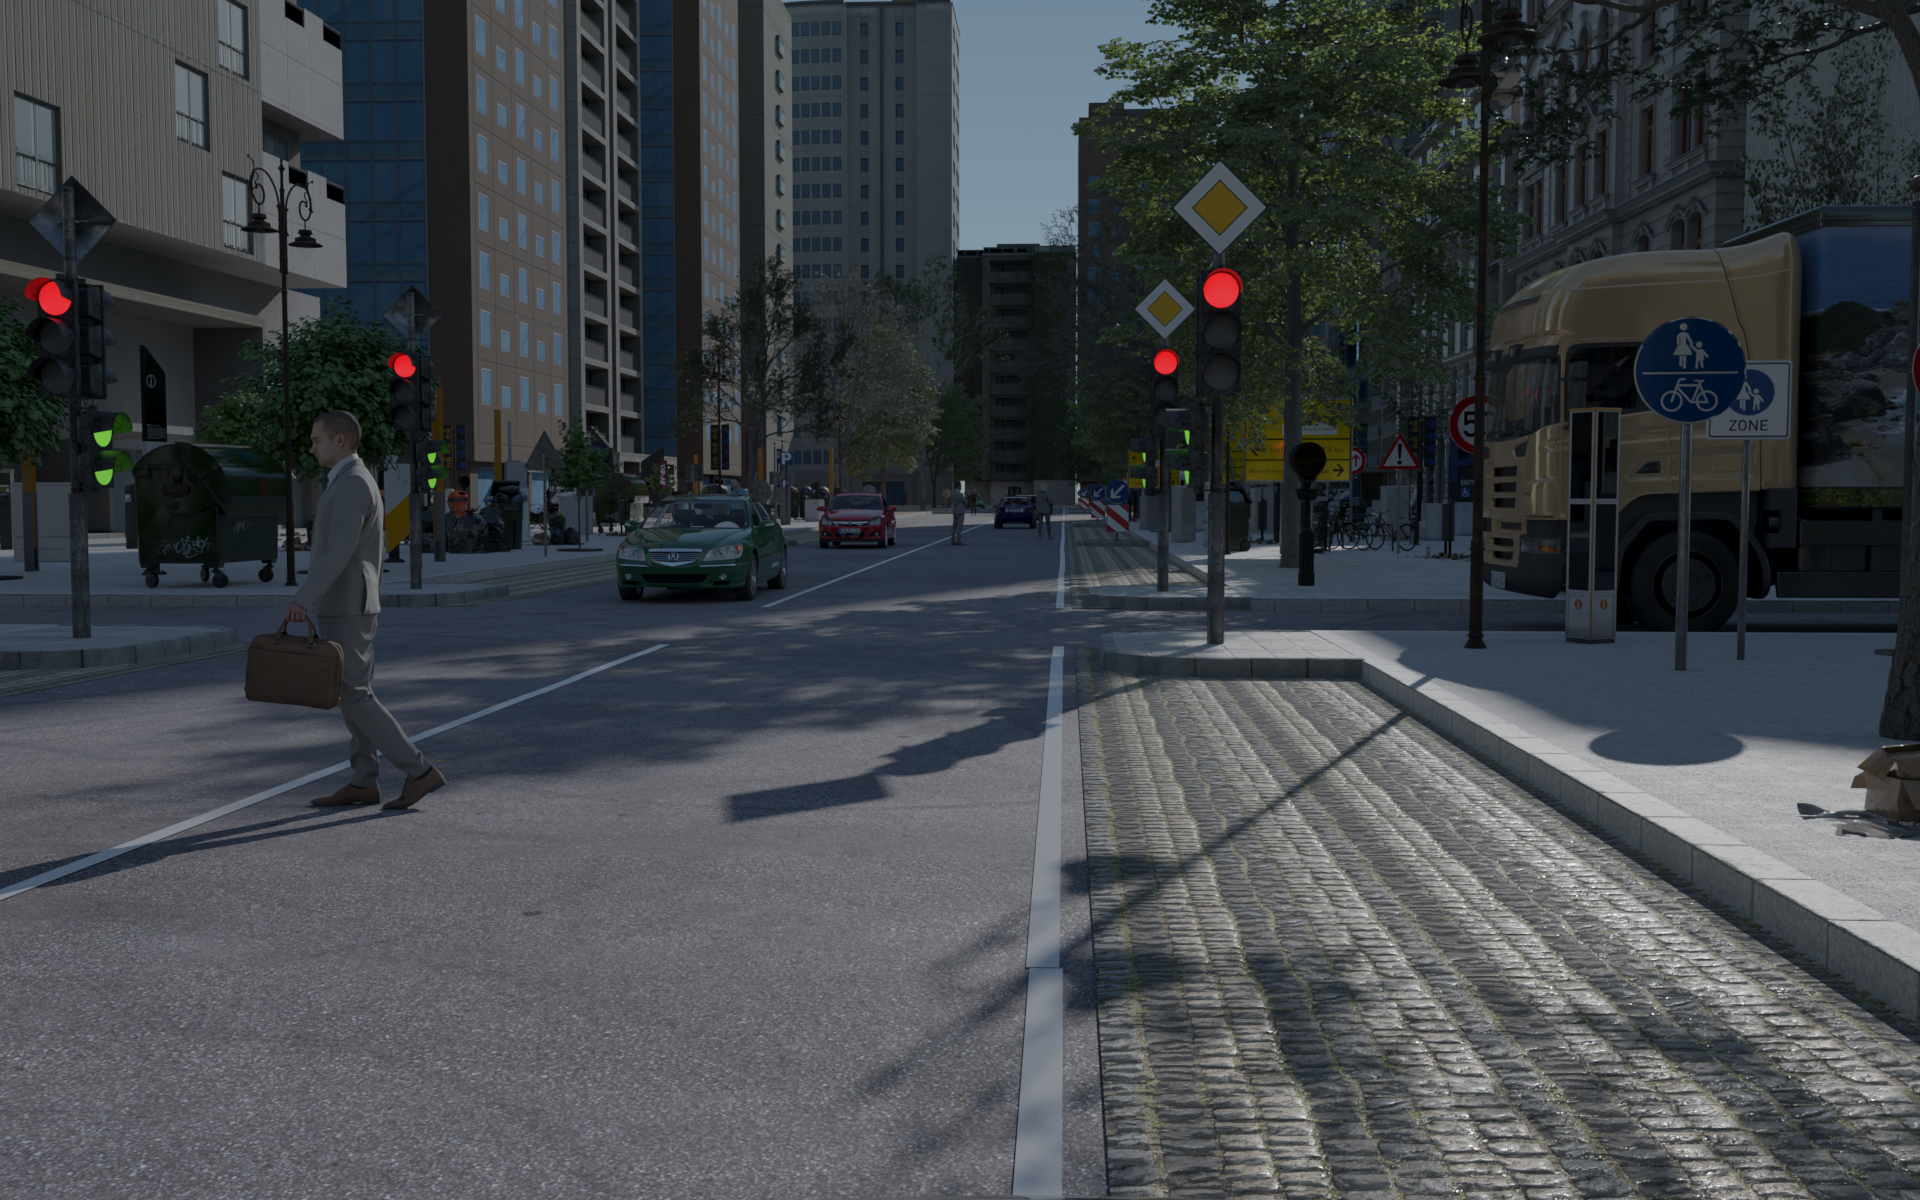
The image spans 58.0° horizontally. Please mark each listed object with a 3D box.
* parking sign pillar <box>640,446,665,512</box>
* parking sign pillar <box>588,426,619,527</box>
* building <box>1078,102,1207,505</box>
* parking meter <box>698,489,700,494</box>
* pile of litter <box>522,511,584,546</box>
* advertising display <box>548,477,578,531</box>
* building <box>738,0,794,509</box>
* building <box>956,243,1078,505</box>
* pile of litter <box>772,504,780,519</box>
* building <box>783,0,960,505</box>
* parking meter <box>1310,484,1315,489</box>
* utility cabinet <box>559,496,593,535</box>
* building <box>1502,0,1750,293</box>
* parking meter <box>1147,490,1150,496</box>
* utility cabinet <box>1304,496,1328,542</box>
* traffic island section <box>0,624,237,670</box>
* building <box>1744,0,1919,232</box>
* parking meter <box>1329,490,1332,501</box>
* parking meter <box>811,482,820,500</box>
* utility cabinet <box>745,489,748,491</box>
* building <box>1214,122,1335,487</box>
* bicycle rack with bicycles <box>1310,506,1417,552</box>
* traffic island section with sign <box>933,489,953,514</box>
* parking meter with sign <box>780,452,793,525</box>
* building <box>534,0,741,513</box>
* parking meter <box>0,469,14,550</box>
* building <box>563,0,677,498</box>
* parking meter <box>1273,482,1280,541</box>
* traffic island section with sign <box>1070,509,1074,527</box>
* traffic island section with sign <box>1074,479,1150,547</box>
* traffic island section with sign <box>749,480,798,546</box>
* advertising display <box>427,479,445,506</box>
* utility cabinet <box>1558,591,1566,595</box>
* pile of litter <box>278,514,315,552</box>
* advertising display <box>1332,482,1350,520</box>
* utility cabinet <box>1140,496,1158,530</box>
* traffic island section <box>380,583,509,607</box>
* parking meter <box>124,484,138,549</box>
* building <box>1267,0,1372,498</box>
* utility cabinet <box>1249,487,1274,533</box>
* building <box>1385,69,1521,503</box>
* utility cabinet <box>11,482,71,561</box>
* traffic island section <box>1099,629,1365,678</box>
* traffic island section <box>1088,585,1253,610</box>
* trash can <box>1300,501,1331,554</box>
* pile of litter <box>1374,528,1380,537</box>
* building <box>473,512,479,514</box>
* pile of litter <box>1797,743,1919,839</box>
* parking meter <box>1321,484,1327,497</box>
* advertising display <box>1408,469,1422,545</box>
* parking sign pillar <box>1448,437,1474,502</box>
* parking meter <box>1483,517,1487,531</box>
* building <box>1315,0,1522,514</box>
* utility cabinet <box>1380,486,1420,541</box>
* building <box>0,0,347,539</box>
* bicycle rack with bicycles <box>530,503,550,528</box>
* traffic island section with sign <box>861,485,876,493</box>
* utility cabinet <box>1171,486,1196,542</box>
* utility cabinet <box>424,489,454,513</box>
[{"bbox_3d":[-17.282,-6.653,97.241,1.447,3.967,1.447,-1,4,-22],"label":"parking sign pillar"},{"bbox_3d":[-14.282,-4.900,68.583,1.447,3.967,1.447,3,5,43],"label":"parking sign pillar"},{"bbox_3d":[20.797,-33.708,201.233,14.200,45.320,14.600,0,4,3],"label":"building"},{"bbox_3d":[-14.142,-5.182,93.141,0.372,1.533,0.369,0,3,0],"label":"parking meter"},{"bbox_3d":[-10.286,-1.814,43.627,1.719,0.858,1.176,-1,4,-22],"label":"pile of litter"},{"bbox_3d":[-13.690,-3.337,59.769,0.974,1.923,0.123,-1,4,-10],"label":"advertising display"},{"bbox_3d":[-26.625,-32.229,150.648,21.600,48.544,21.300,0,4,3],"label":"building"},{"bbox_3d":[6.679,-26.362,202.712,14.107,30.474,14.160,0,4,3],"label":"building"},{"bbox_3d":[-9.501,-4.603,89.226,1.176,0.858,1.719,-1,4,-11],"label":"pile of litter"},{"bbox_3d":[-14.244,-40.636,206.398,28.212,58.520,21.231,0,4,3],"label":"building"},{"bbox_3d":[16.997,-4.786,83.959,0.399,1.863,0.255,2,4,28],"label":"parking meter"},{"bbox_3d":[-12.096,-2.653,54.541,1.020,1.237,0.306,-2,4,-30],"label":"utility cabinet"},{"bbox_3d":[28.523,-16.687,60.226,14.401,28.519,23.554,0,4,3],"label":"building"},{"bbox_3d":[9.077,-4.779,83.854,0.255,1.863,0.399,0,4,5],"label":"parking meter"},{"bbox_3d":[9.700,-2.203,47.175,0.306,1.237,1.020,-1,4,-10],"label":"utility cabinet"},{"bbox_3d":[-7.860,0.416,15.473,2.009,0.180,2.903,0,4,3],"label":"traffic island section"},{"bbox_3d":[28.642,-11.306,39.604,16.860,20.320,10.420,0,4,3],"label":"building"},{"bbox_3d":[20.818,-5.402,96.739,0.372,1.533,0.369,0,3,0],"label":"parking meter"},{"bbox_3d":[-7.069,-4.822,84.548,0.399,1.863,0.255,2,4,32],"label":"parking meter"},{"bbox_3d":[-9.440,-4.163,76.736,0.318,1.500,1.173,1,4,23],"label":"utility cabinet"},{"bbox_3d":[42.524,-33.589,203.797,28.867,44.769,22.147,0,4,3],"label":"building"},{"bbox_3d":[8.591,-1.596,39.473,2.852,0.926,2.925,-2,4,-25],"label":"bicycle rack with bicycles"},{"bbox_3d":[-0.911,-7.118,124.999,1.989,1.847,2.006,0,4,3],"label":"traffic island section with sign"},{"bbox_3d":[-7.261,-4.645,72.206,0.543,3.016,1.738,0,4,-8],"label":"parking meter with sign"},{"bbox_3d":[-24.403,-29.193,127.410,14.600,45.320,14.200,0,4,3],"label":"building"},{"bbox_3d":[-21.952,-2.091,39.895,0.255,1.863,0.399,-1,4,-15],"label":"parking meter"},{"bbox_3d":[-29.316,-41.056,109.511,20.563,71.187,20.611,0,4,3],"label":"building"},{"bbox_3d":[8.652,-2.514,46.809,0.255,1.863,0.399,-1,4,-9],"label":"parking meter"},{"bbox_3d":[5.848,-4.051,74.864,1.989,1.847,2.006,0,4,3],"label":"traffic island section with sign"},{"bbox_3d":[4.216,-2.397,47.816,1.989,1.847,2.006,0,4,3],"label":"traffic island section with sign"},{"bbox_3d":[-5.562,-2.407,47.987,1.989,1.847,2.006,0,4,3],"label":"traffic island section with sign"},{"bbox_3d":[-19.038,-3.532,62.963,0.123,1.923,0.974,1,4,16],"label":"advertising display"},{"bbox_3d":[7.920,-0.655,21.879,0.306,1.237,1.020,-2,4,-32],"label":"utility cabinet"},{"bbox_3d":[-14.851,-1.552,39.334,1.176,0.858,1.719,3,5,41],"label":"pile of litter"},{"bbox_3d":[18.633,-4.847,84.467,0.974,1.923,0.123,0,4,6],"label":"advertising display"},{"bbox_3d":[6.800,-3.136,62.443,0.306,1.237,1.020,2,4,29],"label":"utility cabinet"},{"bbox_3d":[-7.378,-0.071,23.444,2.009,0.180,2.903,0,4,3],"label":"traffic island section"},{"bbox_3d":[-19.362,-1.968,40.593,0.372,1.533,0.369,0,3,0],"label":"parking meter"},{"bbox_3d":[38.029,-50.651,140.822,22.319,86.520,31.000,0,4,3],"label":"building"},{"bbox_3d":[10.064,-2.949,56.887,1.173,1.500,0.318,-2,4,-28],"label":"utility cabinet"},{"bbox_3d":[29.554,-14.845,84.513,13.314,21.916,24.055,0,4,3],"label":"building"},{"bbox_3d":[-17.222,-1.471,32.737,1.173,1.500,0.318,0,4,-5],"label":"utility cabinet"},{"bbox_3d":[2.213,0.454,14.862,2.009,0.180,2.903,0,4,3],"label":"traffic island section"},{"bbox_3d":[2.695,-0.034,22.832,2.009,0.180,2.903,0,4,3],"label":"traffic island section"},{"bbox_3d":[7.642,-1.577,37.445,0.748,1.137,0.748,0,3,0],"label":"trash can"},{"bbox_3d":[13.052,-2.346,52.319,1.719,0.858,1.176,0,4,-4],"label":"pile of litter"},{"bbox_3d":[-27.212,-26.312,80.315,14.600,45.320,14.200,0,4,3],"label":"building"},{"bbox_3d":[4.143,0.434,6.864,1.719,0.858,1.176,0,3,0],"label":"pile of litter"},{"bbox_3d":[20.478,-5.598,97.233,0.399,1.863,0.255,2,4,25],"label":"parking meter"},{"bbox_3d":[11.498,-2.358,43.769,0.123,1.923,0.974,0,4,3],"label":"advertising display"},{"bbox_3d":[17.227,-4.291,58.634,1.447,3.967,1.447,3,5,45],"label":"parking sign pillar"},{"bbox_3d":[12.359,-2.133,40.581,0.255,1.863,0.399,-2,4,-30],"label":"parking meter"},{"bbox_3d":[40.475,-25.814,113.939,32.217,40.220,23.993,0,4,3],"label":"building"},{"bbox_3d":[12.057,-2.369,47.416,1.173,1.500,0.318,-2,4,-29],"label":"utility cabinet"},{"bbox_3d":[-35.956,-28.242,50.995,28.713,52.752,27.495,0,4,3],"label":"building"},{"bbox_3d":[-16.266,-3.202,65.737,2.852,0.926,2.925,-3,5,-43],"label":"bicycle rack with bicycles"},{"bbox_3d":[-3.933,-4.059,74.985,1.989,1.847,2.006,0,4,3],"label":"traffic island section with sign"},{"bbox_3d":[5.978,-2.295,46.205,0.318,1.500,1.173,2,4,26],"label":"utility cabinet"},{"bbox_3d":[-21.814,-3.910,72.615,1.173,1.500,0.318,0,4,2],"label":"utility cabinet"}]
